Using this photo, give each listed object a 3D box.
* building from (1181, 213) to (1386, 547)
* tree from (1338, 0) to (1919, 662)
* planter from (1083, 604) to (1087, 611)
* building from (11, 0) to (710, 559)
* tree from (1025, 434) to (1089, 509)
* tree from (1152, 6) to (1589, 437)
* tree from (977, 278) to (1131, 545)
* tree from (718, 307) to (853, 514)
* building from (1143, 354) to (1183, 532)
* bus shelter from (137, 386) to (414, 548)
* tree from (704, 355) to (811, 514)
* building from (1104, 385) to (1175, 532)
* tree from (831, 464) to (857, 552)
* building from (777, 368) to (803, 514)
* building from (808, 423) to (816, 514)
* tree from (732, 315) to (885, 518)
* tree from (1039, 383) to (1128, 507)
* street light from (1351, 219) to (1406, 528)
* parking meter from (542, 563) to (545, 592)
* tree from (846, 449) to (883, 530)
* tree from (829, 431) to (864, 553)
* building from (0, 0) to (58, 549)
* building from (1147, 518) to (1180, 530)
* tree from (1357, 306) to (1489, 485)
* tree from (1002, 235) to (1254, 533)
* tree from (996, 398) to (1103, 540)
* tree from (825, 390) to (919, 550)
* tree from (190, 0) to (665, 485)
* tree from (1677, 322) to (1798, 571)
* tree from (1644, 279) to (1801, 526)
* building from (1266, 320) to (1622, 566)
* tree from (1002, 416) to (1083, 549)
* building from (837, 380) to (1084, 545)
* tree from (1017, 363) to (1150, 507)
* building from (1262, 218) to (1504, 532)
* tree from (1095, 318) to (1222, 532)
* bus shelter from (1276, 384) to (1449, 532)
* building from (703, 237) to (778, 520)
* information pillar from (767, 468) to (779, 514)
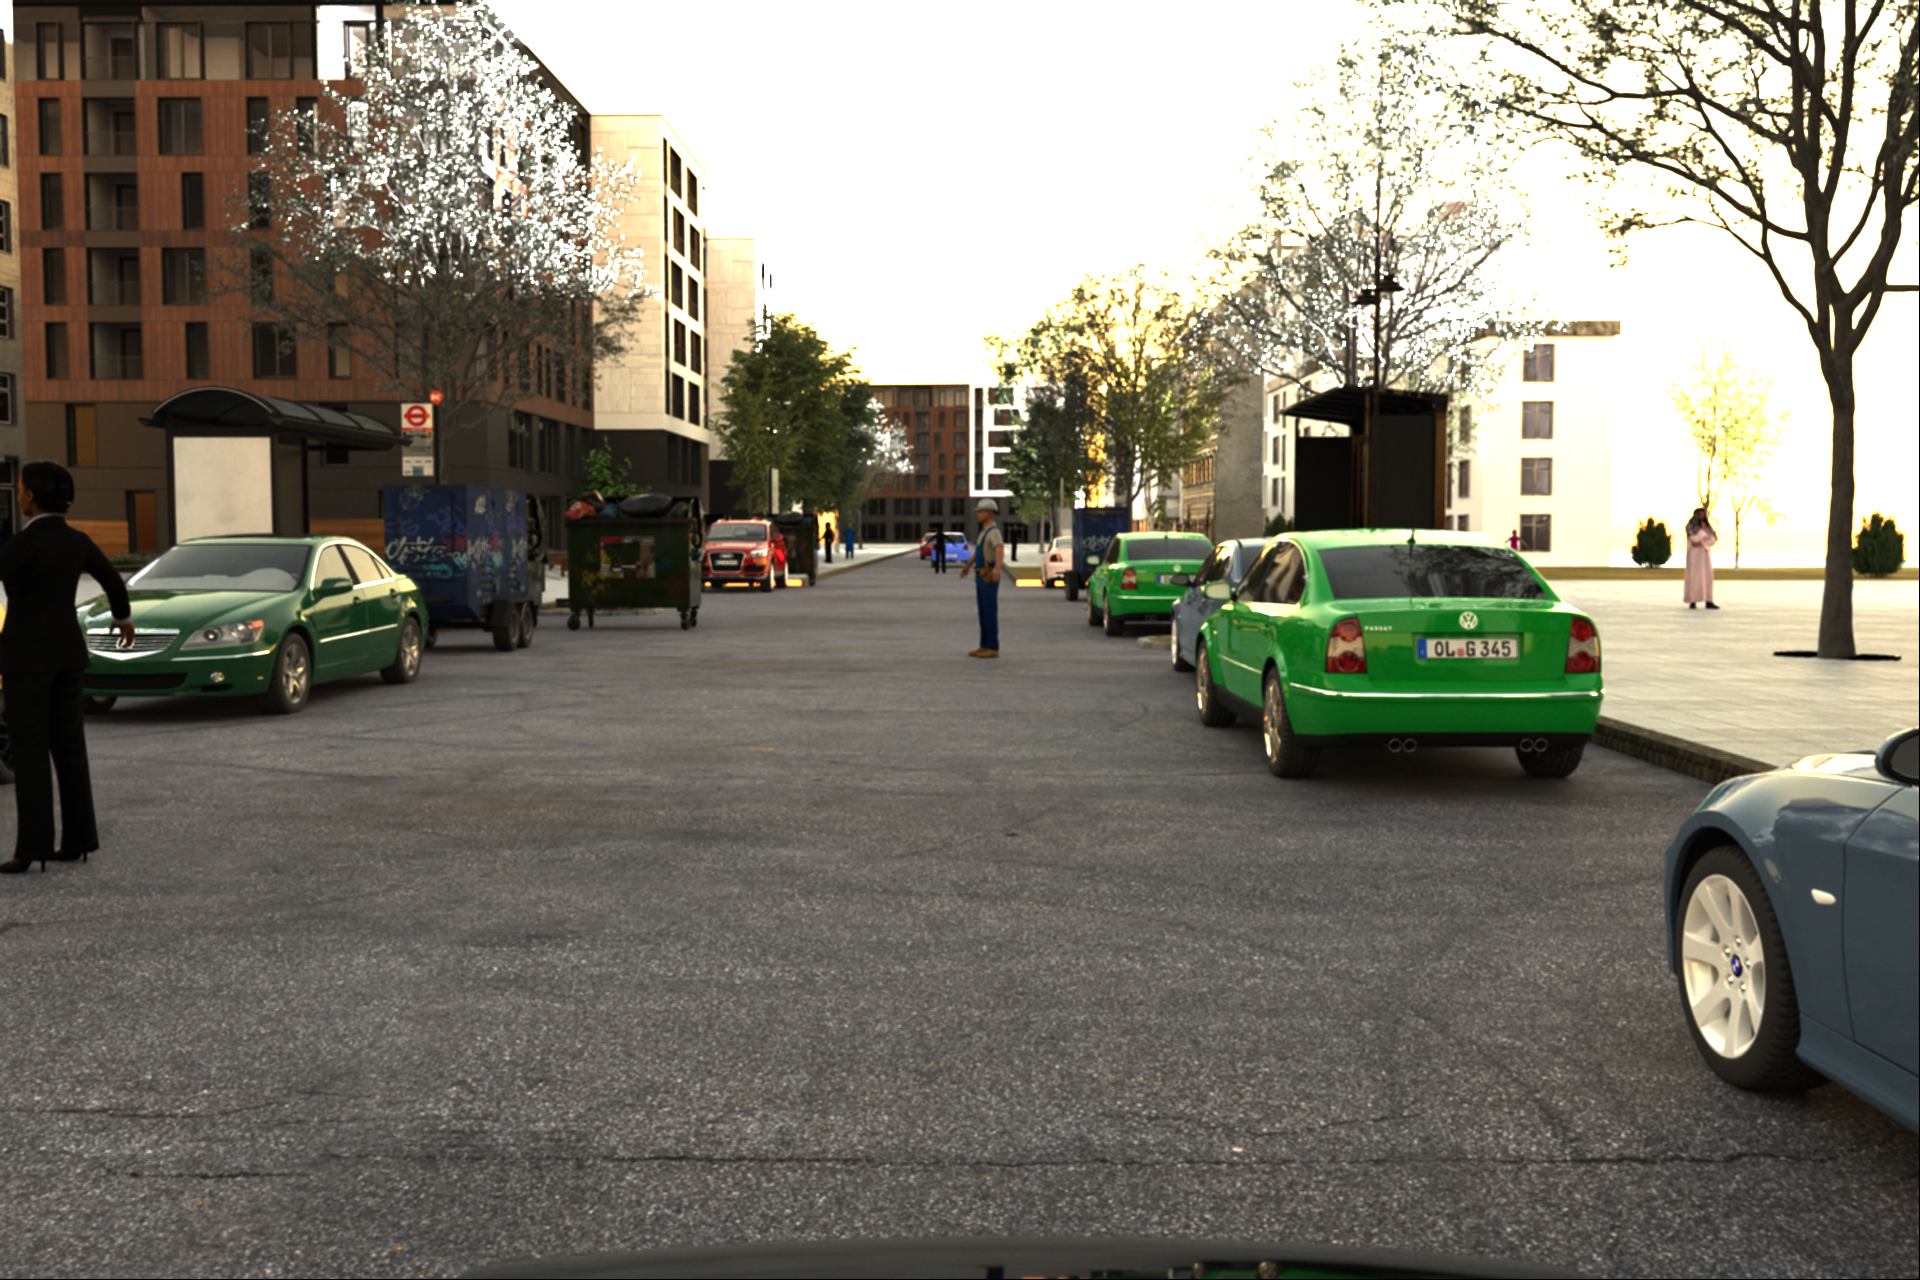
[{"bbox_3d":[26.579,-18.052,126.086,19.493,23.208,18.063,0,4,0],"label":"building"},{"bbox_3d":[8.994,-6.546,17.393,12.009,13.543,11.850,0,3,0],"label":"tree"},{"bbox_3d":[3.363,-0.721,32.920,1.991,0.319,1.994,0,3,0],"label":"planter"},{"bbox_3d":[-28.475,-14.597,82.636,27.936,21.610,32.646,0,4,1],"label":"building"},{"bbox_3d":[6.336,-9.471,105.215,4.737,8.622,4.395,0,3,0],"label":"tree"},{"bbox_3d":[9.385,-7.948,40.322,12.009,13.543,11.850,0,3,0],"label":"tree"},{"bbox_3d":[7.210,-16.766,130.018,12.611,20.169,13.585,0,3,0],"label":"tree"},{"bbox_3d":[-8.827,-10.330,87.024,7.486,12.596,7.792,0,3,0],"label":"tree"},{"bbox_3d":[24.470,-19.914,182.005,16.016,20.090,11.380,0,4,1],"label":"building"},{"bbox_3d":[-10.226,-1.993,26.504,2.014,3.302,5.546,0,4,0],"label":"bus shelter"},{"bbox_3d":[-8.497,-7.457,72.281,4.737,8.622,4.395,0,3,0],"label":"tree"},{"bbox_3d":[23.240,-22.013,216.326,16.016,20.090,11.380,0,4,1],"label":"building"},{"bbox_3d":[-8.706,-10.629,124.152,4.360,8.622,3.978,0,3,0],"label":"tree"},{"bbox_3d":[-23.208,-20.213,186.907,16.016,20.090,11.380,0,4,0],"label":"building"},{"bbox_3d":[-27.763,-23.212,210.446,19.493,23.208,18.063,0,4,1],"label":"building"},{"bbox_3d":[-8.855,-11.851,100.418,9.857,13.997,8.962,0,3,0],"label":"tree"},{"bbox_3d":[6.363,-7.953,80.399,4.360,8.622,3.978,0,3,0],"label":"tree"},{"bbox_3d":[6.214,-3.247,25.880,0.468,5.910,1.993,0,4,0],"label":"street light"},{"bbox_3d":[-9.413,-1.838,38.460,0.372,1.533,0.369,0,3,0],"label":"parking meter"},{"bbox_3d":[-8.549,-11.093,131.728,4.360,8.622,3.978,0,3,0],"label":"tree"},{"bbox_3d":[-8.203,-10.097,115.452,4.737,8.622,4.395,0,3,0],"label":"tree"},{"bbox_3d":[-32.345,-13.511,39.316,11.959,24.771,22.079,0,4,1],"label":"building"},{"bbox_3d":[26.697,-20.925,198.546,16.016,20.090,11.380,0,3,0],"label":"building"},{"bbox_3d":[14.095,-6.409,55.143,4.360,8.622,3.978,0,3,0],"label":"tree"},{"bbox_3d":[6.980,-9.793,70.483,12.009,13.543,11.850,0,3,0],"label":"tree"},{"bbox_3d":[5.976,-10.981,113.952,7.601,10.594,8.767,1,4,15],"label":"tree"},{"bbox_3d":[-8.295,-14.213,142.749,12.009,13.543,11.850,0,3,0],"label":"tree"},{"bbox_3d":[-11.668,-7.866,38.978,12.009,13.543,11.850,0,3,0],"label":"tree"},{"bbox_3d":[26.992,-6.694,59.810,4.360,8.622,3.978,0,3,0],"label":"tree"},{"bbox_3d":[21.807,-6.157,51.031,4.360,8.622,3.978,0,3,0],"label":"tree"},{"bbox_3d":[21.402,-8.560,82.111,9.099,9.664,28.070,0,4,0],"label":"building"},{"bbox_3d":[7.163,-13.962,146.402,7.486,12.596,7.792,0,3,0],"label":"tree"},{"bbox_3d":[0.733,-24.299,243.726,32.646,21.610,27.936,0,4,7],"label":"building"},{"bbox_3d":[6.624,-9.748,93.798,7.601,10.594,8.767,-1,4,-10],"label":"tree"},{"bbox_3d":[24.634,-15.542,110.525,16.016,20.090,11.380,0,3,0],"label":"building"},{"bbox_3d":[6.828,-6.698,59.868,4.737,8.622,4.395,0,3,0],"label":"tree"},{"bbox_3d":[6.873,-2.378,30.171,1.731,3.624,6.357,0,4,1],"label":"bus shelter"},{"bbox_3d":[-27.901,-16.727,117.459,27.936,21.610,32.646,0,4,0],"label":"building"},{"bbox_3d":[-6.738,-4.354,62.501,0.184,3.620,1.656,0,4,2],"label":"information pillar"}]
